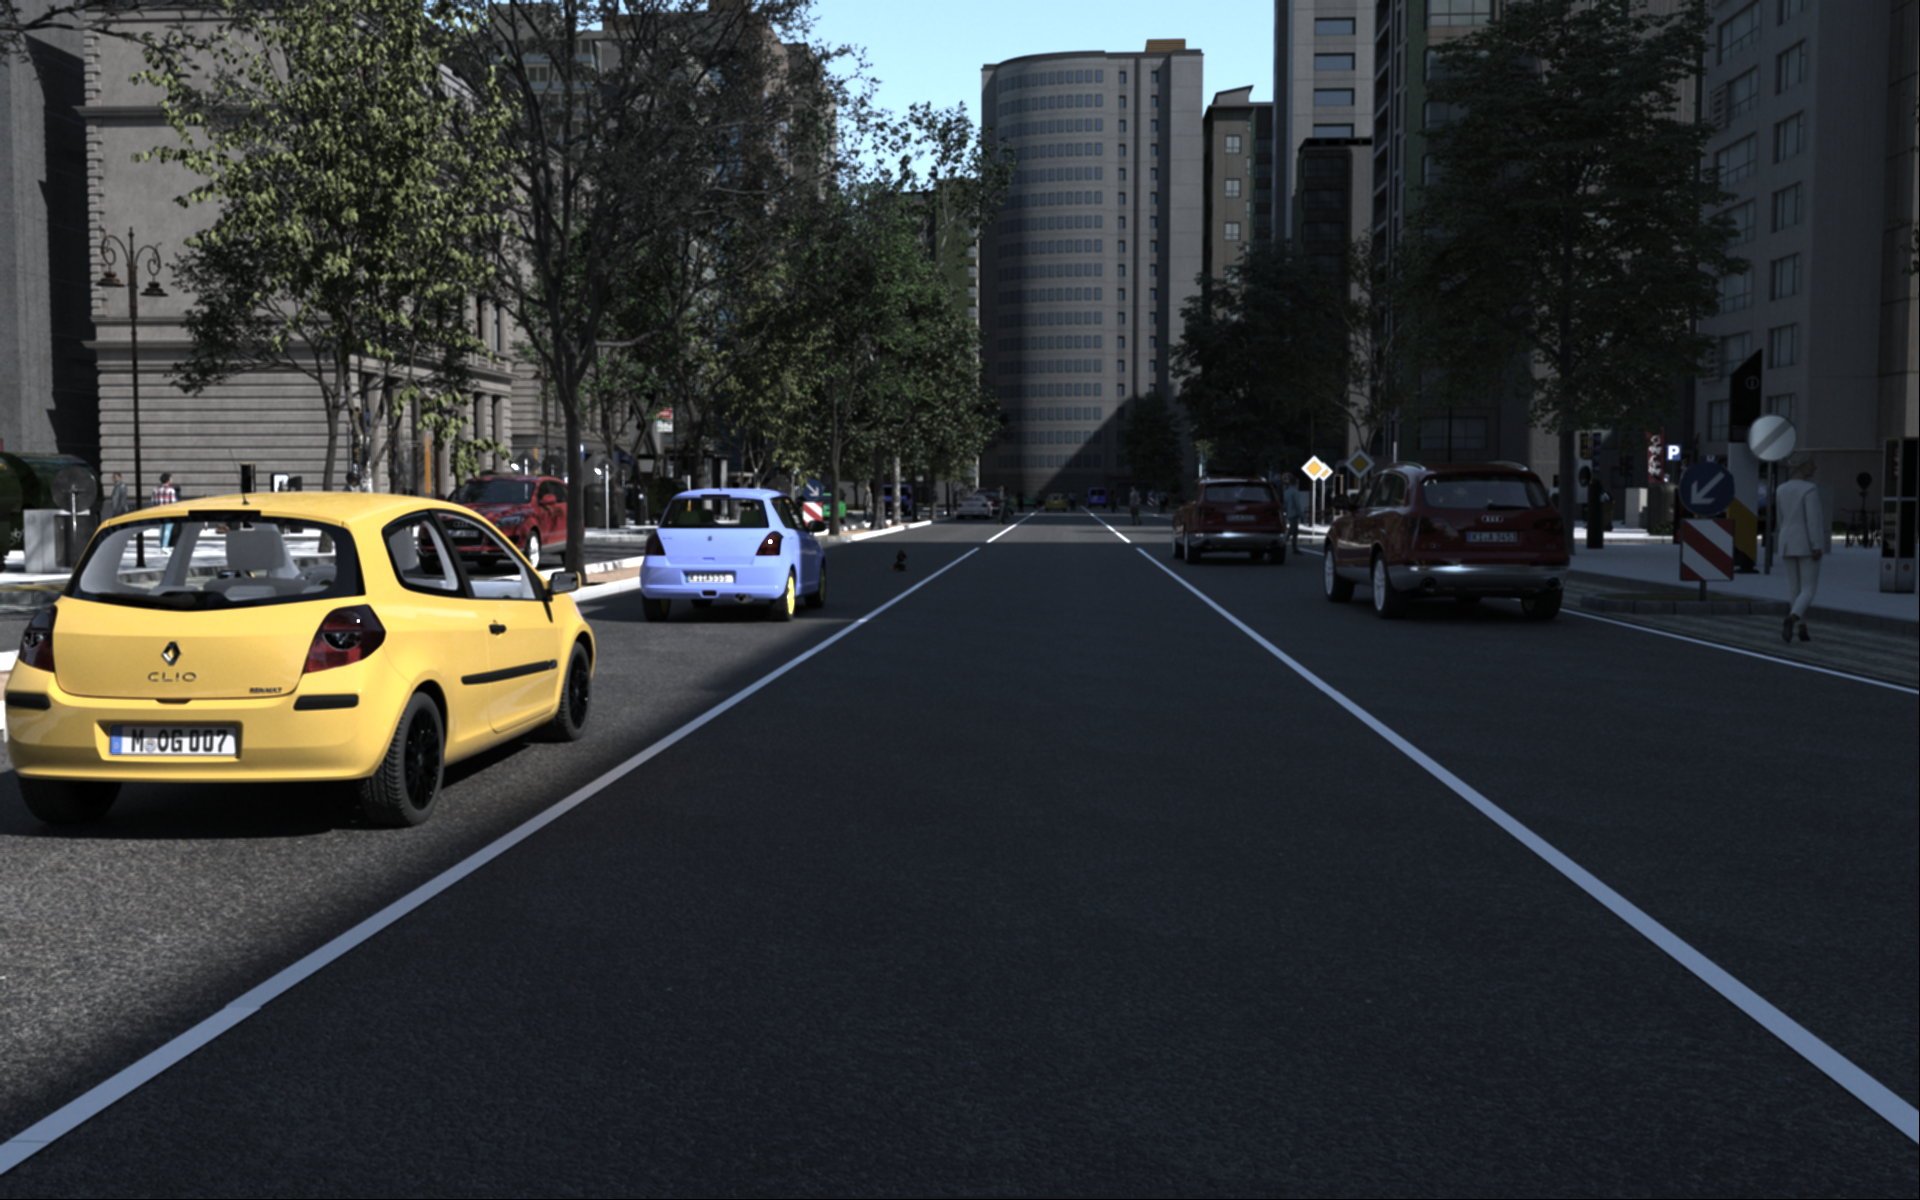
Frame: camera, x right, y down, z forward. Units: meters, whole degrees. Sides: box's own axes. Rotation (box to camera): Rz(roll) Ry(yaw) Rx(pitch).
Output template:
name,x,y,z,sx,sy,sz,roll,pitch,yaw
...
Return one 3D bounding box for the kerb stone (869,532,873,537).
name,x,y,z,sx,sy,sz,roll,pitch,yaw
kerb stone,-3.069,-2.121,56.880,0.120,0.150,1.000,0,4,3

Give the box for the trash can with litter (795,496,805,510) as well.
name,x,y,z,sx,sy,sz,roll,pitch,yaw
trash can with litter,-10.194,-5.945,108.586,0.624,1.170,1.055,-3,4,-37

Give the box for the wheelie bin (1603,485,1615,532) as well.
name,x,y,z,sx,sy,sz,roll,pitch,yaw
wheelie bin,22.090,-3.157,59.533,0.693,1.594,0.980,0,4,8

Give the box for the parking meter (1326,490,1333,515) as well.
name,x,y,z,sx,sy,sz,roll,pitch,yaw
parking meter,22.399,-5.905,104.961,0.372,1.533,0.369,0,3,0

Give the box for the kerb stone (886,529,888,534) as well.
name,x,y,z,sx,sy,sz,roll,pitch,yaw
kerb stone,-2.761,-2.430,61.997,0.120,0.150,1.000,0,4,3

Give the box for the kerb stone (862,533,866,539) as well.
name,x,y,z,sx,sy,sz,roll,pitch,yaw
kerb stone,-3.188,-1.996,54.827,0.120,0.150,1.000,0,4,3

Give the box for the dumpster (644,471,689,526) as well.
name,x,y,z,sx,sy,sz,roll,pitch,yaw
dumpster,-12.048,-4.202,71.197,1.502,2.255,1.985,0,4,3

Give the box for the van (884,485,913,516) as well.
name,x,y,z,sx,sy,sz,roll,pitch,yaw
van,-4.216,-6.702,113.970,2.240,2.365,5.245,0,4,3

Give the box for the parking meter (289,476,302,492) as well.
name,x,y,z,sx,sy,sz,roll,pitch,yaw
parking meter,-21.722,-3.112,56.591,0.399,1.863,0.255,1,4,12

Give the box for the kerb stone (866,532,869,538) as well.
name,x,y,z,sx,sy,sz,roll,pitch,yaw
kerb stone,-3.129,-2.056,55.860,0.120,0.150,1.000,0,4,3

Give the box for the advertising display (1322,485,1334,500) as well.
name,x,y,z,sx,sy,sz,roll,pitch,yaw
advertising display,25.109,-6.907,118.145,0.974,1.923,0.123,-2,4,-32

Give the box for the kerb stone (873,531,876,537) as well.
name,x,y,z,sx,sy,sz,roll,pitch,yaw
kerb stone,-3.011,-2.184,57.904,0.120,0.150,1.000,0,4,3

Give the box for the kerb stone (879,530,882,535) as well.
name,x,y,z,sx,sy,sz,roll,pitch,yaw
kerb stone,-2.890,-2.304,59.951,0.120,0.150,1.000,0,4,3

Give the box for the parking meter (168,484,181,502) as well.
name,x,y,z,sx,sy,sz,roll,pitch,yaw
parking meter,-19.212,-2.071,42.274,0.372,1.533,0.369,0,3,0

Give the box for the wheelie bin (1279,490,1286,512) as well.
name,x,y,z,sx,sy,sz,roll,pitch,yaw
wheelie bin,23.100,-7.043,123.067,0.980,1.594,0.693,1,4,22

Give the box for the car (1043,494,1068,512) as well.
name,x,y,z,sx,sy,sz,roll,pitch,yaw
car,7.852,-8.058,141.976,2.015,1.641,3.980,0,4,2

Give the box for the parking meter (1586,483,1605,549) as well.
name,x,y,z,sx,sy,sz,roll,pitch,yaw
parking meter,14.951,-1.977,40.741,0.372,1.533,0.369,0,3,0

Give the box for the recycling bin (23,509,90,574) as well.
name,x,y,z,sx,sy,sz,roll,pitch,yaw
recycling bin,-14.652,-0.952,28.121,0.722,1.027,0.722,1,4,10

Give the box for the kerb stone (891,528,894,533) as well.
name,x,y,z,sx,sy,sz,roll,pitch,yaw
kerb stone,-2.636,-2.556,64.046,0.120,0.150,1.000,0,4,3

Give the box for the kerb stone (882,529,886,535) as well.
name,x,y,z,sx,sy,sz,roll,pitch,yaw
kerb stone,-2.820,-2.372,60.970,0.120,0.150,1.000,0,4,3

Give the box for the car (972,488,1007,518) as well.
name,x,y,z,sx,sy,sz,roll,pitch,yaw
car,1.822,-5.855,104.396,2.281,1.827,5.304,0,4,4

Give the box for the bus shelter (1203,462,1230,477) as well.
name,x,y,z,sx,sy,sz,roll,pitch,yaw
bus shelter,16.814,-7.174,111.211,2.014,3.302,5.546,0,4,3

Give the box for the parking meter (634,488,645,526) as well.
name,x,y,z,sx,sy,sz,roll,pitch,yaw
parking meter,-13.156,-3.825,70.954,0.372,1.533,0.369,0,3,0

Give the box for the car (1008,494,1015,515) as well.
name,x,y,z,sx,sy,sz,roll,pitch,yaw
car,2.904,-6.897,121.560,1.959,1.807,4.718,0,4,2

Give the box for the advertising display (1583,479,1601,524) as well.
name,x,y,z,sx,sy,sz,roll,pitch,yaw
advertising display,27.100,-4.225,74.298,0.123,1.923,0.974,-1,4,-18

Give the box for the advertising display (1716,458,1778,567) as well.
name,x,y,z,sx,sy,sz,roll,pitch,yaw
advertising display,13.966,-1.563,30.767,0.974,1.923,0.123,2,4,32

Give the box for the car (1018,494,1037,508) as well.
name,x,y,z,sx,sy,sz,roll,pitch,yaw
car,6.790,-10.073,173.482,1.959,1.807,4.718,0,4,2

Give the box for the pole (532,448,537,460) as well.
name,x,y,z,sx,sy,sz,roll,pitch,yaw
pole,-18.753,-5.052,76.441,0.158,3.312,0.155,0,3,0

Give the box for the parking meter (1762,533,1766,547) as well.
name,x,y,z,sx,sy,sz,roll,pitch,yaw
parking meter,19.704,-2.060,42.084,0.372,1.533,0.369,0,3,0

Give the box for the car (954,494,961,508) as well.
name,x,y,z,sx,sy,sz,roll,pitch,yaw
car,0.139,-10.735,185.744,2.015,1.641,3.980,0,4,4

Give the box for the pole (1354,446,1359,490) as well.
name,x,y,z,sx,sy,sz,roll,pitch,yaw
pole,16.923,-4.900,73.962,0.158,3.312,0.155,0,3,0

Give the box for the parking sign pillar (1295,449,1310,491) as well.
name,x,y,z,sx,sy,sz,roll,pitch,yaw
parking sign pillar,20.117,-6.965,102.345,1.447,3.967,1.447,-3,5,-45

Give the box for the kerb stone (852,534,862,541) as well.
name,x,y,z,sx,sy,sz,roll,pitch,yaw
kerb stone,-3.253,-1.933,53.803,0.120,0.150,1.000,0,4,3

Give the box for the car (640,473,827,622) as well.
name,x,y,z,sx,sy,sz,roll,pitch,yaw
car,-2.630,-0.685,20.795,1.945,1.707,3.694,0,4,4

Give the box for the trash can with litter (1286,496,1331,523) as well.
name,x,y,z,sx,sy,sz,roll,pitch,yaw
trash can with litter,15.646,-4.044,77.174,2.233,1.210,1.678,1,4,11

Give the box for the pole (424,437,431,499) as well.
name,x,y,z,sx,sy,sz,roll,pitch,yaw
pole,-19.069,-4.174,62.082,0.158,3.312,0.155,0,3,0

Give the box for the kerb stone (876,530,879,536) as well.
name,x,y,z,sx,sy,sz,roll,pitch,yaw
kerb stone,-2.943,-2.246,58.930,0.120,0.150,1.000,0,4,3

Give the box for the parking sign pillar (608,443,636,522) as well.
name,x,y,z,sx,sy,sz,roll,pitch,yaw
parking sign pillar,-16.756,-5.965,86.008,1.447,3.967,1.447,3,5,44

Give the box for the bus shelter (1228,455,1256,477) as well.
name,x,y,z,sx,sy,sz,roll,pitch,yaw
bus shelter,17.168,-6.968,105.217,1.731,3.624,6.357,0,4,4

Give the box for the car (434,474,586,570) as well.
name,x,y,z,sx,sy,sz,roll,pitch,yaw
car,-8.605,-1.479,32.853,2.281,1.827,5.304,0,4,2

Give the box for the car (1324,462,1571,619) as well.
name,x,y,z,sx,sy,sz,roll,pitch,yaw
car,5.864,-0.778,21.389,2.281,1.827,5.304,0,4,2

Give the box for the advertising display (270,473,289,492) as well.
name,x,y,z,sx,sy,sz,roll,pitch,yaw
advertising display,-21.461,-3.025,54.678,0.123,1.923,0.974,0,4,6

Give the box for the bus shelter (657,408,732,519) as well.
name,x,y,z,sx,sy,sz,roll,pitch,yaw
bus shelter,-12.815,-6.442,82.956,2.179,5.291,8.768,0,4,3

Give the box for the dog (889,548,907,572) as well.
name,x,y,z,sx,sy,sz,roll,pitch,yaw
dog,-1.198,-0.750,32.449,0.550,0.427,0.748,3,5,41

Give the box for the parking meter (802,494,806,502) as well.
name,x,y,z,sx,sy,sz,roll,pitch,yaw
parking meter,-9.879,-6.357,109.654,0.255,1.863,0.399,-1,4,-13

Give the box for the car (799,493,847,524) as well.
name,x,y,z,sx,sy,sz,roll,pitch,yaw
car,-6.478,-4.471,81.897,1.959,1.807,4.718,0,4,4

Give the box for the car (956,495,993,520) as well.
name,x,y,z,sx,sy,sz,roll,pitch,yaw
car,0.821,-5.257,98.306,2.083,1.381,4.827,0,4,4

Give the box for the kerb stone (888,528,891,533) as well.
name,x,y,z,sx,sy,sz,roll,pitch,yaw
kerb stone,-2.696,-2.497,63.024,0.120,0.150,1.000,0,4,3

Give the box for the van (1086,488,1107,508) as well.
name,x,y,z,sx,sy,sz,roll,pitch,yaw
van,14.164,-10.692,179.200,2.240,2.365,5.245,0,4,2

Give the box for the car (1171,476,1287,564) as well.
name,x,y,z,sx,sy,sz,roll,pitch,yaw
car,5.691,-1.728,36.930,2.281,1.827,5.304,0,4,3

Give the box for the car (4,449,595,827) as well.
name,x,y,z,sx,sy,sz,roll,pitch,yaw
car,-3.097,0.080,8.920,2.015,1.641,3.980,0,4,3
